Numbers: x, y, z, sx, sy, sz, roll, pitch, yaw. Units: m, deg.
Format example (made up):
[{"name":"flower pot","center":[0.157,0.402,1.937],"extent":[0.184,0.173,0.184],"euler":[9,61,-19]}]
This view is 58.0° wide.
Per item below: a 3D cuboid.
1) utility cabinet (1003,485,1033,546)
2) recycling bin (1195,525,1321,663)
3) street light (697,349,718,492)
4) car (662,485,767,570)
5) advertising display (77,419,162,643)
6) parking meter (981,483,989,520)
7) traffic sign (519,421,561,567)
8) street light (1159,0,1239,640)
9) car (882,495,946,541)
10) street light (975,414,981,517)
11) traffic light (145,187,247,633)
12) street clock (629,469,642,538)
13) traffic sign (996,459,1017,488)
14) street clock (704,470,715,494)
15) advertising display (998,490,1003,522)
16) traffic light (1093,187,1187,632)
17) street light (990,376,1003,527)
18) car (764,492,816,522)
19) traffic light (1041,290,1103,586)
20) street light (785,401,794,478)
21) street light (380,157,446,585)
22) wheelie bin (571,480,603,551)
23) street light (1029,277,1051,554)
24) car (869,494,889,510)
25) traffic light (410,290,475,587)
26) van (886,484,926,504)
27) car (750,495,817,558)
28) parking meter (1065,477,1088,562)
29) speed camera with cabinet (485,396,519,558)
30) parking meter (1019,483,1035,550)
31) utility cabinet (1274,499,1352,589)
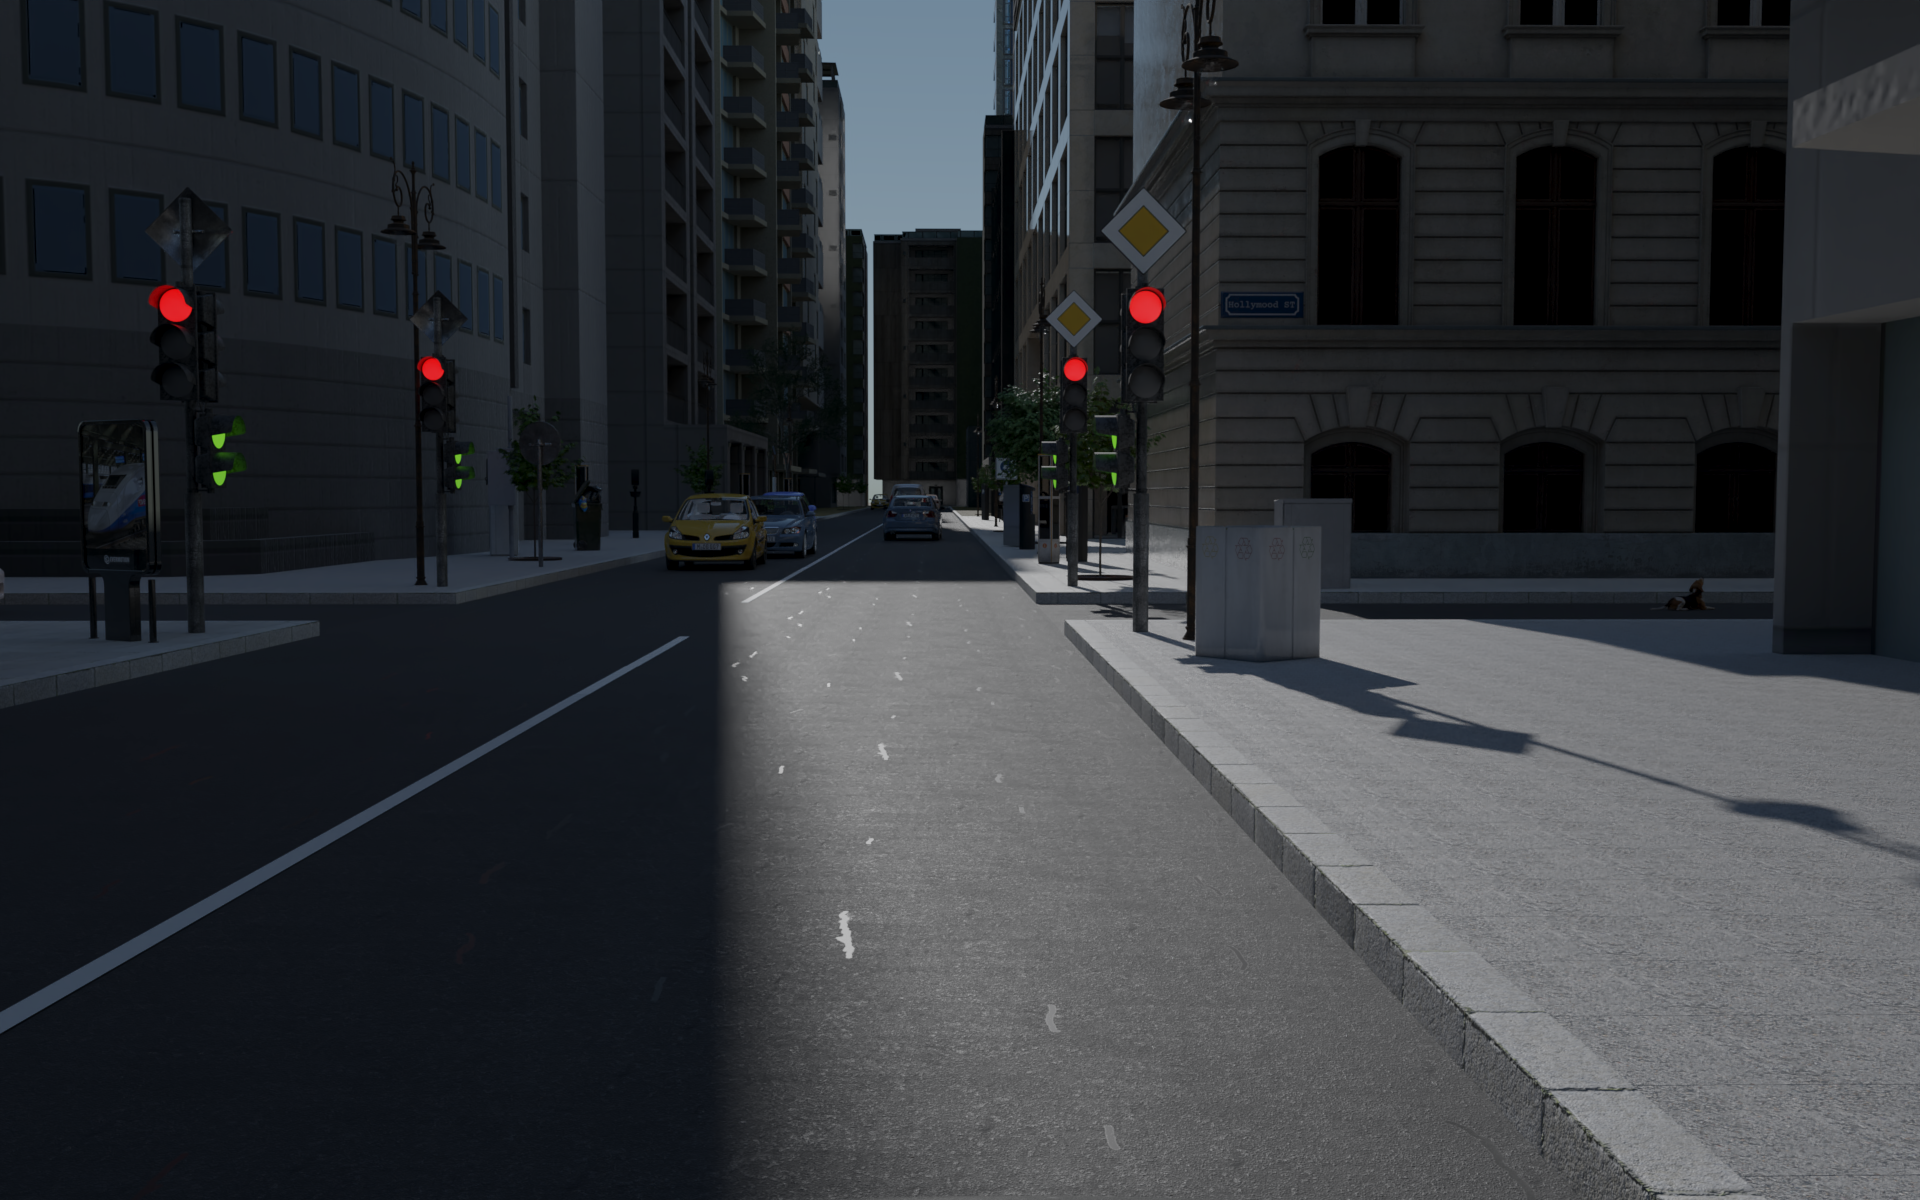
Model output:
[{"name":"utility cabinet","center":[1.420,-2.048,42.159],"extent":[0.318,1.500,1.173],"euler":[-1,4,-21]},{"name":"recycling bin","center":[2.343,-0.066,13.628],"extent":[0.722,1.027,0.722],"euler":[-3,4,-38]},{"name":"street light","center":[-8.051,-5.049,55.337],"extent":[0.468,5.910,1.993],"euler":[0,4,-1]},{"name":"car","center":[-4.757,-1.455,34.006],"extent":[2.015,1.641,3.980],"euler":[0,4,-2]},{"name":"advertising display","center":[-7.328,-0.605,15.113],"extent":[0.974,1.923,0.123],"euler":[2,4,31]},{"name":"parking meter","center":[1.241,-4.861,85.182],"extent":[0.255,1.863,0.399],"euler":[-2,4,-31]},{"name":"traffic sign","center":[-7.373,-1.852,30.393],"extent":[0.768,2.556,0.104],"euler":[1,4,8]},{"name":"street light","center":[2.050,-2.587,15.086],"extent":[0.468,5.910,1.993],"euler":[0,4,-1]},{"name":"car","center":[-1.471,-2.607,54.633],"extent":[2.014,1.417,4.499],"euler":[0,4,1]},{"name":"street light","center":[1.023,-7.679,98.337],"extent":[0.468,5.910,1.993],"euler":[0,4,-1]},{"name":"traffic light","center":[-7.046,-1.650,15.905],"extent":[0.839,4.253,0.868],"euler":[0,4,-1]},{"name":"street clock","center":[-9.429,-2.798,50.317],"extent":[0.358,2.002,0.471],"euler":[-1,4,-10]},{"name":"traffic sign","center":[1.319,-2.880,49.218],"extent":[0.606,2.300,0.079],"euler":[0,4,2]},{"name":"street clock","center":[-7.573,-2.921,52.329],"extent":[0.358,2.002,0.471],"euler":[-1,4,-15]},{"name":"advertising display","center":[2.112,-4.501,78.802],"extent":[0.123,1.923,0.974],"euler":[-3,5,-44]},{"name":"traffic light","center":[1.664,-1.659,16.043],"extent":[0.839,4.253,0.868],"euler":[0,4,-1]},{"name":"street light","center":[1.415,-5.814,67.845],"extent":[0.468,5.910,1.993],"euler":[0,4,-1]},{"name":"car","center":[-5.076,-2.458,49.788],"extent":[1.945,1.707,3.694],"euler":[0,4,-1]},{"name":"traffic light","center":[1.552,-2.147,24.027],"extent":[0.839,4.253,0.868],"euler":[0,4,-1]},{"name":"street light","center":[-8.426,-6.914,85.829],"extent":[0.468,5.910,1.993],"euler":[0,4,-1]},{"name":"street light","center":[-7.593,-3.146,24.221],"extent":[0.468,5.910,1.993],"euler":[0,4,-1]},{"name":"wheelie bin","center":[-8.482,-1.929,39.454],"extent":[0.693,1.594,0.980],"euler":[-1,4,-19]},{"name":"street light","center":[1.743,-3.934,37.103],"extent":[0.468,5.910,1.993],"euler":[0,4,-1]},{"name":"car","center":[-7.151,-8.913,155.949],"extent":[2.015,1.641,3.980],"euler":[0,4,-1]},{"name":"traffic light","center":[-7.158,-2.139,23.889],"extent":[0.839,4.253,0.868],"euler":[0,4,-1]},{"name":"van","center":[-2.155,-4.061,73.410],"extent":[2.013,2.044,4.112],"euler":[0,3,0]},{"name":"car","center":[-4.306,-1.719,40.115],"extent":[2.014,1.417,4.499],"euler":[0,3,0]},{"name":"parking meter","center":[2.213,-1.663,32.907],"extent":[0.399,1.863,0.255],"euler":[3,4,38]},{"name":"speed camera with cabinet","center":[-9.414,-2.526,35.634],"extent":[0.660,3.252,2.038],"euler":[-1,4,-13]},{"name":"parking meter","center":[1.556,-1.937,40.073],"extent":[0.372,1.533,0.369],"euler":[0,3,0]},{"name":"utility cabinet","center":[4.774,-0.753,23.470],"extent":[1.020,1.237,0.306],"euler":[-1,4,-15]}]
